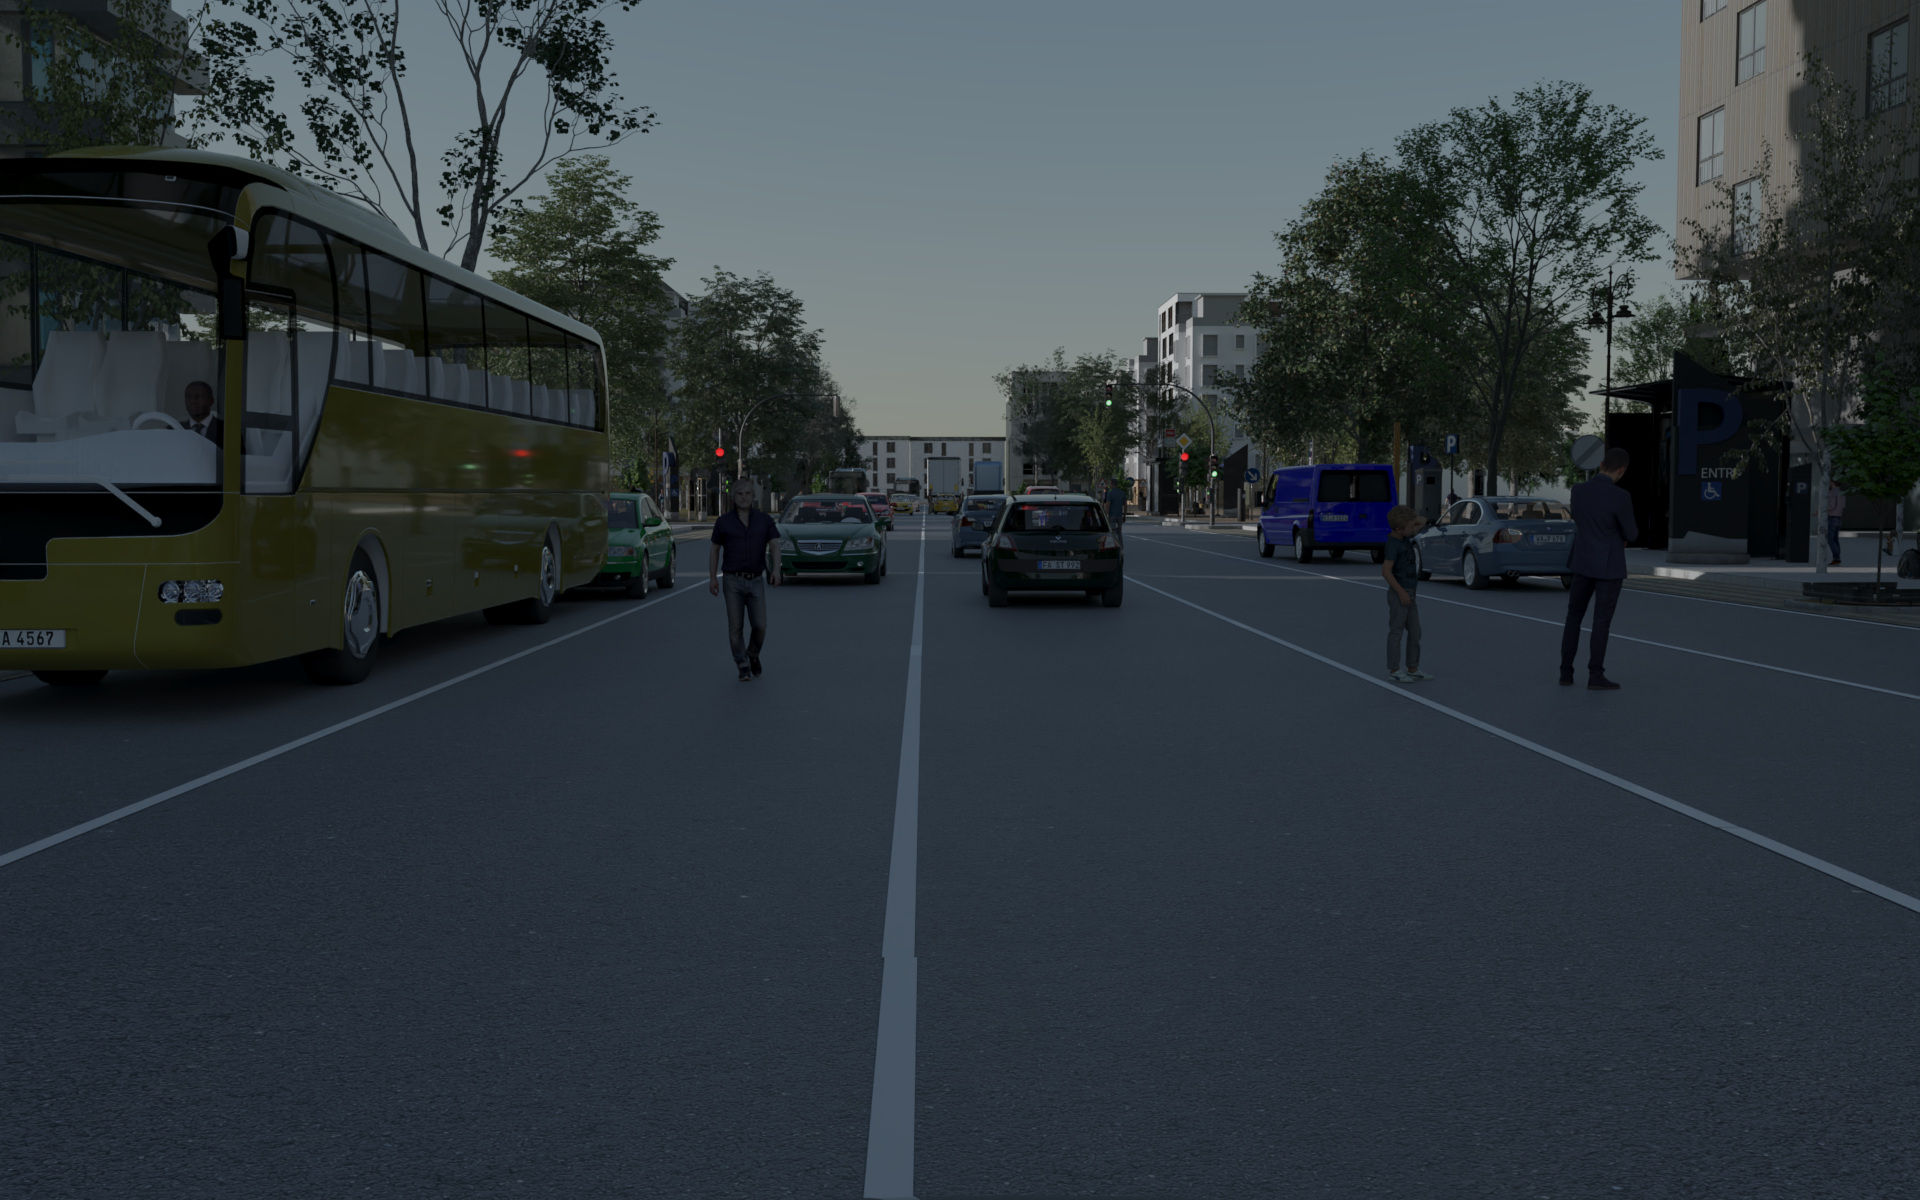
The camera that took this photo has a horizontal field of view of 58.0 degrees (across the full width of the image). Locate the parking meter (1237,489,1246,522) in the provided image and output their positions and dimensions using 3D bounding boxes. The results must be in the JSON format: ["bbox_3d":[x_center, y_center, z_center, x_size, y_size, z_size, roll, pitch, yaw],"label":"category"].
[{"bbox_3d":[13.080,-4.406,80.457,0.372,1.533,0.369,0,3,0],"label":"parking meter"}]

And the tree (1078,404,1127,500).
[{"bbox_3d":[11.450,-11.759,142.626,4.737,8.622,4.395,0,3,0],"label":"tree"}]

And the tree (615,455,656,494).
[{"bbox_3d":[-12.873,-4.608,69.949,1.663,3.219,1.824,0,3,0],"label":"tree"}]

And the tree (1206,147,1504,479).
[{"bbox_3d":[13.410,-8.599,57.595,9.611,12.733,9.660,0,3,0],"label":"tree"}]

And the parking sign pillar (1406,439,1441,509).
[{"bbox_3d":[18.711,-4.980,69.893,1.447,3.967,1.447,-1,4,-8],"label":"parking sign pillar"}]

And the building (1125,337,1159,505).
[{"bbox_3d":[28.701,-21.902,214.521,16.016,20.091,11.380,0,4,-1],"label":"building"}]

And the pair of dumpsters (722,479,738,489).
[{"bbox_3d":[-13.981,-6.470,108.275,1.574,2.255,4.437,0,4,-1],"label":"pair of dumpsters"}]

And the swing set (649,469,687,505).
[{"bbox_3d":[-17.701,-6.656,106.439,3.119,2.851,2.862,0,4,5],"label":"swing set"}]

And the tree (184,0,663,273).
[{"bbox_3d":[-13.107,-11.477,43.533,12.611,20.169,13.585,0,3,0],"label":"tree"}]

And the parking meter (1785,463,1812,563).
[{"bbox_3d":[15.639,-1.628,32.334,0.399,1.863,0.255,0,4,8],"label":"parking meter"}]

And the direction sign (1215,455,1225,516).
[{"bbox_3d":[15.173,-6.716,101.798,0.876,3.537,0.379,3,5,43],"label":"direction sign"}]

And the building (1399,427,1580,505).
[{"bbox_3d":[63.259,-16.804,216.889,28.070,9.664,9.099,0,4,-1],"label":"building"}]

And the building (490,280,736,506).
[{"bbox_3d":[-39.243,-20.650,181.604,27.936,21.610,32.646,0,4,-1],"label":"building"}]

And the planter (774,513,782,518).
[{"bbox_3d":[-10.156,-5.110,104.694,1.991,0.319,1.994,0,4,-1],"label":"planter"}]

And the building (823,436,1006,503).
[{"bbox_3d":[-7.334,-19.065,253.863,28.070,9.664,9.099,0,4,-1],"label":"building"}]

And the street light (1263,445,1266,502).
[{"bbox_3d":[12.479,-6.005,70.964,0.468,5.910,1.993,0,4,-1],"label":"street light"}]

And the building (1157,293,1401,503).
[{"bbox_3d":[35.581,-21.313,192.434,27.936,21.610,32.646,0,4,-1],"label":"building"}]

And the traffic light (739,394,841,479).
[{"bbox_3d":[-7.833,-6.377,78.929,4.771,5.953,1.251,0,4,-1],"label":"traffic light"}]

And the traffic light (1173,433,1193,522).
[{"bbox_3d":[10.214,-5.526,79.270,0.839,4.253,0.868,0,4,-1],"label":"traffic light"}]

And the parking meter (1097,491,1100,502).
[{"bbox_3d":[11.696,-8.466,146.832,0.372,1.533,0.369,0,3,0],"label":"parking meter"}]

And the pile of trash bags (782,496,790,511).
[{"bbox_3d":[-14.591,-7.538,133.005,3.447,1.369,1.912,0,4,4],"label":"pile of trash bags"}]

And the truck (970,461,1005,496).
[{"bbox_3d":[2.323,-8.961,136.273,2.967,4.110,18.799,0,4,0],"label":"truck"}]

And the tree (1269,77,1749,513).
[{"bbox_3d":[13.643,-7.209,43.630,9.928,11.665,9.643,0,3,0],"label":"tree"}]

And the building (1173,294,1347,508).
[{"bbox_3d":[29.183,-19.165,169.769,16.016,20.091,11.380,0,4,-1],"label":"building"}]

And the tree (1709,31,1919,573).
[{"bbox_3d":[13.999,-4.761,28.208,4.360,8.622,3.978,0,3,0],"label":"tree"}]

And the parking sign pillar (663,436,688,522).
[{"bbox_3d":[-13.291,-5.581,79.713,1.447,3.967,1.447,-1,4,-22],"label":"parking sign pillar"}]

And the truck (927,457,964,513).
[{"bbox_3d":[-1.166,-8.998,136.029,2.839,4.237,11.283,0,4,1],"label":"truck"}]

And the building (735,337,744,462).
[{"bbox_3d":[-33.419,-21.243,203.743,16.016,20.091,11.380,0,4,-1],"label":"building"}]

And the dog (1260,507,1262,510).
[{"bbox_3d":[24.286,-7.449,139.522,0.550,0.427,0.748,2,4,34],"label":"dog"}]

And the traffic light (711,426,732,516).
[{"bbox_3d":[-9.763,-5.012,70.868,0.839,4.253,0.868,0,4,-1],"label":"traffic light"}]

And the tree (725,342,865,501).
[{"bbox_3d":[-13.877,-14.027,139.717,12.009,13.543,11.850,0,3,0],"label":"tree"}]

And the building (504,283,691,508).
[{"bbox_3d":[-32.904,-18.535,159.461,16.016,20.091,11.380,0,4,-1],"label":"building"}]

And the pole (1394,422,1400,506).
[{"bbox_3d":[12.409,-3.388,49.237,0.158,3.312,0.155,0,3,0],"label":"pole"}]

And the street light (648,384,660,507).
[{"bbox_3d":[-11.709,-5.751,66.810,0.468,5.910,1.993,0,4,-1],"label":"street light"}]

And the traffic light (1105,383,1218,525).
[{"bbox_3d":[8.284,-5.898,71.103,4.771,5.953,1.251,0,4,-1],"label":"traffic light"}]

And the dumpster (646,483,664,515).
[{"bbox_3d":[-15.452,-5.056,88.426,1.264,1.857,1.865,0,4,-1],"label":"dumpster"}]

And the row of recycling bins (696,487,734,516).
[{"bbox_3d":[-14.157,-5.853,102.811,3.534,1.692,1.069,-3,5,-44],"label":"row of recycling bins"}]

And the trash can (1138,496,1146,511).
[{"bbox_3d":[13.525,-7.139,128.380,0.748,1.137,0.748,0,3,0],"label":"trash can"}]

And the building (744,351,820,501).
[{"bbox_3d":[-38.076,-25.555,261.795,32.646,21.610,27.936,0,4,-1],"label":"building"}]

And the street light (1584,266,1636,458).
[{"bbox_3d":[13.183,-3.821,35.257,0.468,5.910,1.993,0,4,-1],"label":"street light"}]

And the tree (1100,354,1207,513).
[{"bbox_3d":[12.879,-11.054,115.139,7.601,10.594,8.767,0,4,1],"label":"tree"}]

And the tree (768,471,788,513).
[{"bbox_3d":[-12.898,-7.653,119.732,1.663,3.219,1.824,0,3,0],"label":"tree"}]

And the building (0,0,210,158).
[{"bbox_3d":[-37.727,-26.023,45.082,30.456,49.044,23.786,0,4,-1],"label":"building"}]

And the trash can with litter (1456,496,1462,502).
[{"bbox_3d":[23.421,-4.269,81.180,0.624,1.170,1.055,0,4,3],"label":"trash can with litter"}]

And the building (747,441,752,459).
[{"bbox_3d":[-40.141,-16.647,214.323,28.070,9.664,9.099,0,4,-1],"label":"building"}]

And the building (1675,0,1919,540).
[{"bbox_3d":[38.275,-27.933,45.939,28.713,52.752,27.495,0,4,-1],"label":"building"}]

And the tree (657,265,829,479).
[{"bbox_3d":[-12.238,-11.685,97.697,9.857,13.997,8.962,0,3,0],"label":"tree"}]

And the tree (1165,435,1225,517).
[{"bbox_3d":[13.132,-6.918,96.816,4.285,4.588,4.351,0,3,0],"label":"tree"}]

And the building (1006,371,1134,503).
[{"bbox_3d":[22.948,-23.939,257.864,31.486,18.905,16.747,0,4,-1],"label":"building"}]

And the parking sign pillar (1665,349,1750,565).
[{"bbox_3d":[13.873,-2.665,32.042,1.447,3.967,1.447,1,4,13],"label":"parking sign pillar"}]

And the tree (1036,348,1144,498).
[{"bbox_3d":[11.401,-15.007,152.014,9.857,13.997,8.962,0,3,0],"label":"tree"}]
